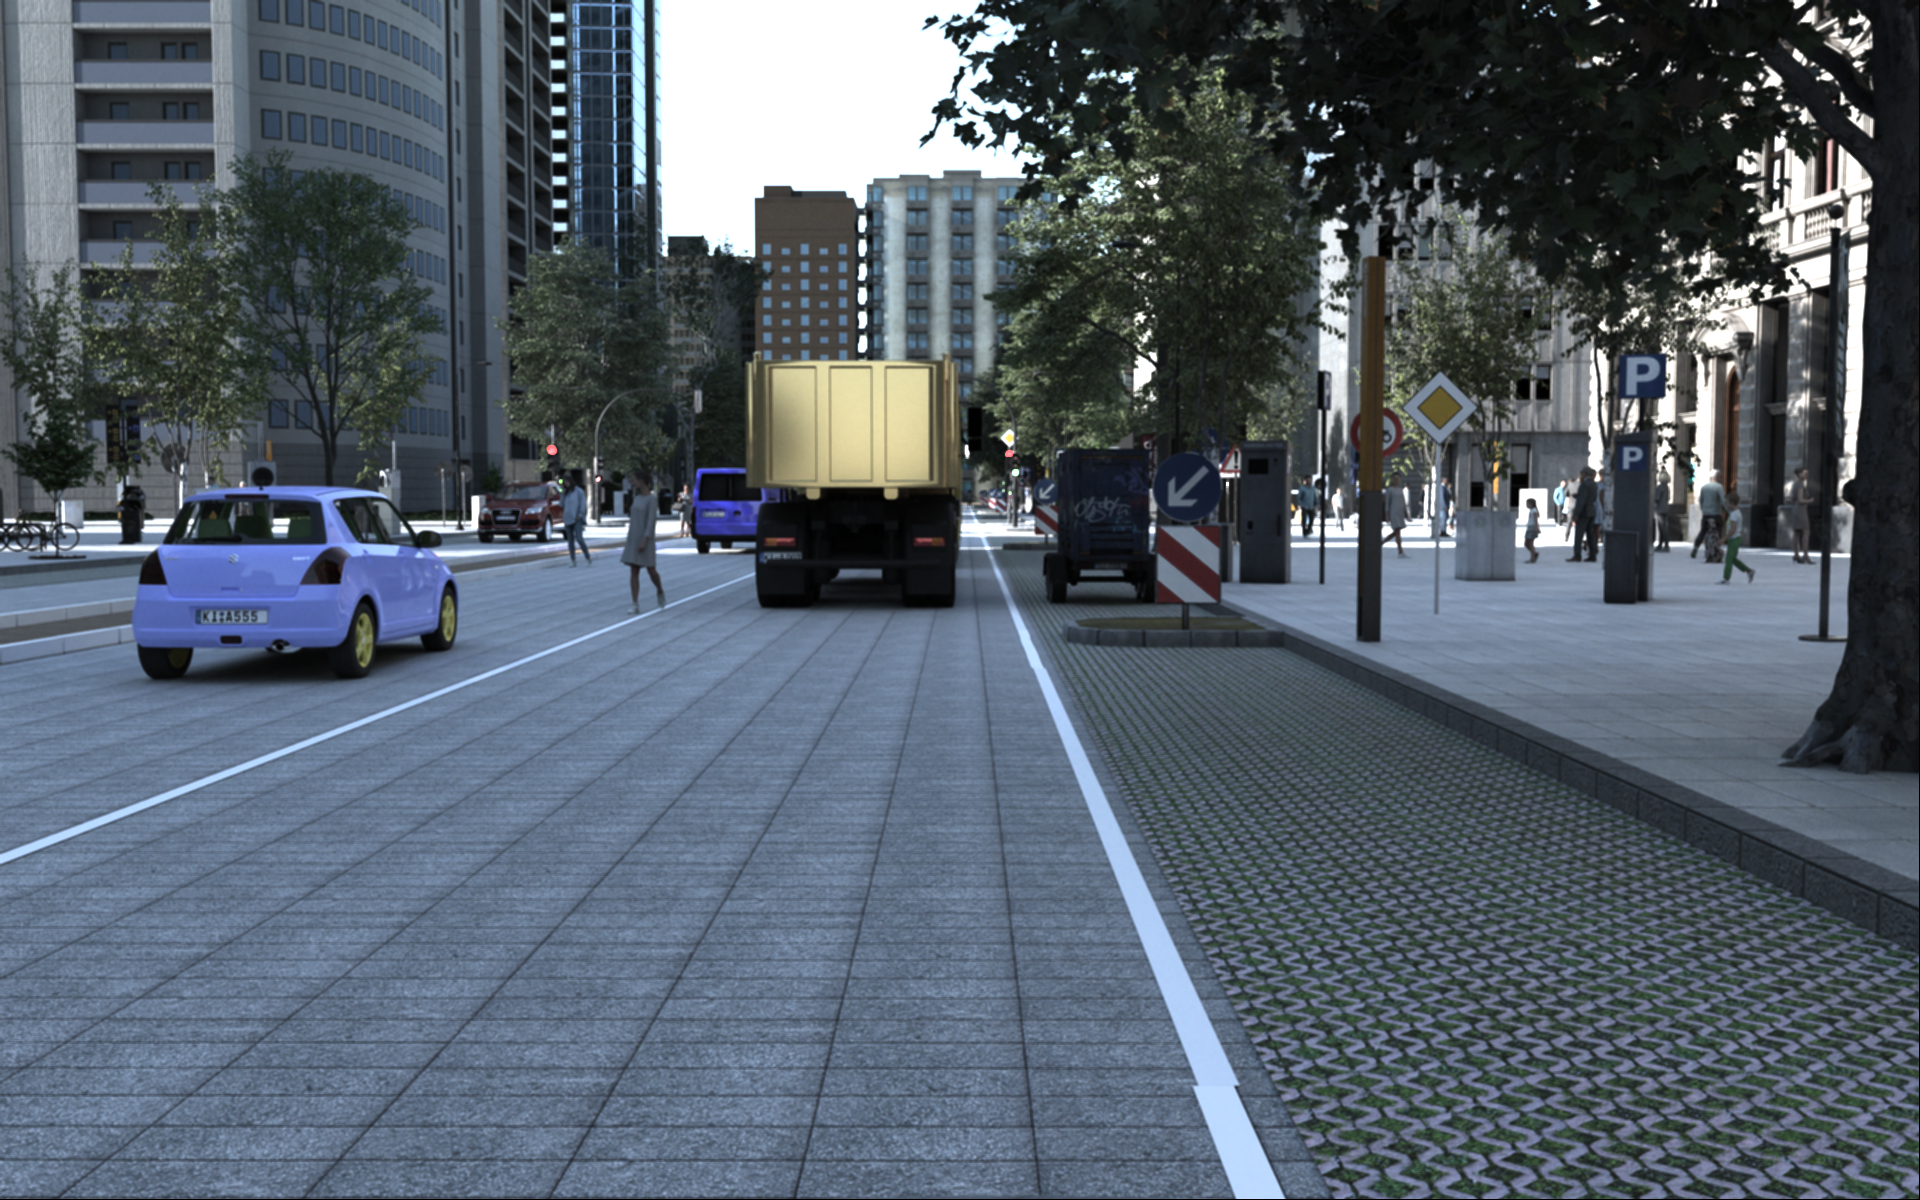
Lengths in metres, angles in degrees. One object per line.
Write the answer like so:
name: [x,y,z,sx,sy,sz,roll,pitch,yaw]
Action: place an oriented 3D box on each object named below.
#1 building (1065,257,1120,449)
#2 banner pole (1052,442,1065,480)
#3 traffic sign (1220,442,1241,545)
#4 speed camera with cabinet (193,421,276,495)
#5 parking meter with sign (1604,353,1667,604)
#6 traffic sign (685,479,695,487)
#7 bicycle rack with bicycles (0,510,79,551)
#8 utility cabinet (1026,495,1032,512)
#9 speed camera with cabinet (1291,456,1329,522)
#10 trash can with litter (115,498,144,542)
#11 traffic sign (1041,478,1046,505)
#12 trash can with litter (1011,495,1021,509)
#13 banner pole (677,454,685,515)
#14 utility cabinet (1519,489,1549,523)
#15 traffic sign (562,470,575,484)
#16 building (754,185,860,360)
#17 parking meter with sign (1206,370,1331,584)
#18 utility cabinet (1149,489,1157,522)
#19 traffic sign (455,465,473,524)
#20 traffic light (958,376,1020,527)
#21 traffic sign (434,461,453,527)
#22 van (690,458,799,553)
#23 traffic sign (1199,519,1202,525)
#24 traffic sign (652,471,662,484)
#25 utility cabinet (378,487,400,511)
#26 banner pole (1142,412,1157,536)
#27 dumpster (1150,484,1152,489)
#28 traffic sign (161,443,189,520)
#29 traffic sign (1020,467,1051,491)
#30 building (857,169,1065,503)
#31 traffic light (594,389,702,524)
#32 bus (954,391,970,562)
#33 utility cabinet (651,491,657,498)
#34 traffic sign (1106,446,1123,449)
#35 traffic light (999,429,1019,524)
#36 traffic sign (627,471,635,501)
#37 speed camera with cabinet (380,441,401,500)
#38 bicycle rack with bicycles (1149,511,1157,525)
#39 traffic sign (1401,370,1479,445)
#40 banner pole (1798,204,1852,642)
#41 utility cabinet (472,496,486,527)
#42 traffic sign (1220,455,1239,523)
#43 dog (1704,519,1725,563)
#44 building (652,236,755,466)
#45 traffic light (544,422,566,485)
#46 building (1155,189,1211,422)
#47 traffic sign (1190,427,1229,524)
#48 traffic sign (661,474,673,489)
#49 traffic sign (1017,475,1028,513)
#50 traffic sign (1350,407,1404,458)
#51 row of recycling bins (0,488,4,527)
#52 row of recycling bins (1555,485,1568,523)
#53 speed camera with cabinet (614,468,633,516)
building: [27.496,-34.949,263.295,23.993,40.220,32.217,0,4,0]
banner pole: [4.726,-5.722,83.568,0.863,3.779,0.401,2,4,25]
traffic sign: [6.897,-2.650,43.328,0.884,2.594,0.081,0,4,1]
speed camera with cabinet: [-19.425,-3.183,46.384,2.038,3.252,0.660,-2,4,-26]
parking meter with sign: [8.123,-1.508,20.914,0.543,3.016,1.738,2,4,27]
traffic sign: [-19.792,-7.749,126.696,0.884,2.594,0.081,0,4,2]
bicycle rack with bicycles: [-21.495,-1.570,39.049,2.925,0.926,2.852,-2,4,-24]
utility cabinet: [5.252,-6.940,124.637,1.020,1.237,0.306,1,4,23]
speed camera with cabinet: [15.745,-5.174,78.927,2.038,3.252,0.660,1,4,19]
trash can with litter: [-22.060,-2.119,46.035,0.624,1.170,1.055,-1,4,-20]
traffic sign: [5.582,-7.276,119.066,0.768,2.556,0.104,0,4,3]
trash can with litter: [4.585,-8.255,146.360,1.055,1.170,0.624,-2,4,-30]
banner pole: [-17.311,-7.198,107.700,0.401,3.779,0.863,-3,4,-38]
utility cabinet: [25.301,-4.139,76.358,1.173,1.500,0.318,2,4,32]
traffic sign: [-20.770,-5.600,91.565,0.884,2.594,0.081,0,4,3]
building: [-22.080,-36.914,253.653,14.200,45.320,14.600,0,4,0]
parking meter with sign: [4.407,-1.755,24.961,1.738,3.016,0.543,1,4,23]
utility cabinet: [8.372,-4.190,77.185,1.173,1.500,0.318,1,4,9]
traffic sign: [-21.492,-4.583,75.042,0.768,2.556,0.104,0,4,4]
traffic light: [0.011,-5.631,66.740,4.771,5.953,1.251,0,4,0]
traffic sign: [-19.925,-4.081,66.833,0.768,2.556,0.104,0,4,4]
van: [-5.363,-2.391,43.471,2.240,2.365,5.245,0,4,2]
traffic sign: [6.221,-2.738,44.766,0.884,2.594,0.081,0,4,4]
traffic sign: [-17.613,-6.144,100.195,0.795,2.593,0.064,0,4,5]
utility cabinet: [-17.943,-2.779,54.121,1.173,1.500,0.318,3,5,39]
banner pole: [5.796,-3.842,52.830,0.863,3.779,0.401,-2,4,-24]
dumpster: [8.519,-4.756,80.251,1.502,2.255,1.985,0,4,0]
traffic sign: [-19.643,-2.645,43.347,0.768,2.556,0.104,1,4,9]
traffic sign: [5.574,-8.197,127.896,2.265,3.308,0.079,0,4,1]
building: [0.259,-39.051,258.087,30.456,49.044,23.786,0,4,0]
traffic light: [-13.546,-6.132,74.920,4.771,5.953,1.251,0,4,0]
bus: [-1.216,-2.899,38.952,2.896,3.916,12.252,0,4,0]
utility cabinet: [-22.208,-7.109,124.911,0.318,1.500,1.173,-2,4,-26]
traffic sign: [4.093,-2.808,46.011,0.768,2.556,0.104,0,4,4]
traffic light: [2.123,-5.256,74.862,0.839,4.253,0.868,0,4,0]
traffic sign: [-17.693,-5.741,93.979,0.768,2.556,0.104,0,4,2]
speed camera with cabinet: [-21.692,-4.338,65.263,0.660,3.252,2.038,-3,4,-36]
bicycle rack with bicycles: [6.828,-3.222,66.069,2.925,0.926,2.852,-2,4,-32]
traffic sign: [5.117,-1.145,18.450,0.795,2.593,0.064,1,4,10]
banner pole: [7.509,-1.519,14.861,0.401,3.779,0.863,1,4,17]
utility cabinet: [-18.592,-3.410,66.917,0.306,1.237,1.020,-2,4,-29]
traffic sign: [6.864,-2.585,44.392,0.606,2.300,0.079,0,4,4]
dog: [13.985,-1.098,32.326,0.800,0.831,0.513,-3,5,-41]
building: [-41.520,-34.945,263.236,23.993,40.220,32.217,0,4,0]
traffic light: [-15.658,-4.770,66.905,0.839,4.253,0.868,0,4,0]
building: [25.231,-23.939,163.104,14.160,30.474,14.107,0,4,0]
traffic sign: [4.738,-2.015,33.056,0.768,2.556,0.104,0,4,1]
traffic sign: [-18.378,-6.634,108.574,0.768,2.556,0.104,0,4,3]
traffic sign: [4.171,-7.105,116.273,0.768,2.556,0.104,0,4,5]
traffic sign: [6.063,-1.539,25.274,0.768,2.556,0.104,0,4,7]
row of recycling bins: [-38.017,-3.550,65.155,3.534,1.692,1.069,-3,4,-38]
row of recycling bins: [27.918,-4.231,76.288,3.534,1.692,1.069,-1,4,-9]
speed camera with cabinet: [-19.646,-6.552,101.467,0.660,3.252,2.038,1,4,11]
